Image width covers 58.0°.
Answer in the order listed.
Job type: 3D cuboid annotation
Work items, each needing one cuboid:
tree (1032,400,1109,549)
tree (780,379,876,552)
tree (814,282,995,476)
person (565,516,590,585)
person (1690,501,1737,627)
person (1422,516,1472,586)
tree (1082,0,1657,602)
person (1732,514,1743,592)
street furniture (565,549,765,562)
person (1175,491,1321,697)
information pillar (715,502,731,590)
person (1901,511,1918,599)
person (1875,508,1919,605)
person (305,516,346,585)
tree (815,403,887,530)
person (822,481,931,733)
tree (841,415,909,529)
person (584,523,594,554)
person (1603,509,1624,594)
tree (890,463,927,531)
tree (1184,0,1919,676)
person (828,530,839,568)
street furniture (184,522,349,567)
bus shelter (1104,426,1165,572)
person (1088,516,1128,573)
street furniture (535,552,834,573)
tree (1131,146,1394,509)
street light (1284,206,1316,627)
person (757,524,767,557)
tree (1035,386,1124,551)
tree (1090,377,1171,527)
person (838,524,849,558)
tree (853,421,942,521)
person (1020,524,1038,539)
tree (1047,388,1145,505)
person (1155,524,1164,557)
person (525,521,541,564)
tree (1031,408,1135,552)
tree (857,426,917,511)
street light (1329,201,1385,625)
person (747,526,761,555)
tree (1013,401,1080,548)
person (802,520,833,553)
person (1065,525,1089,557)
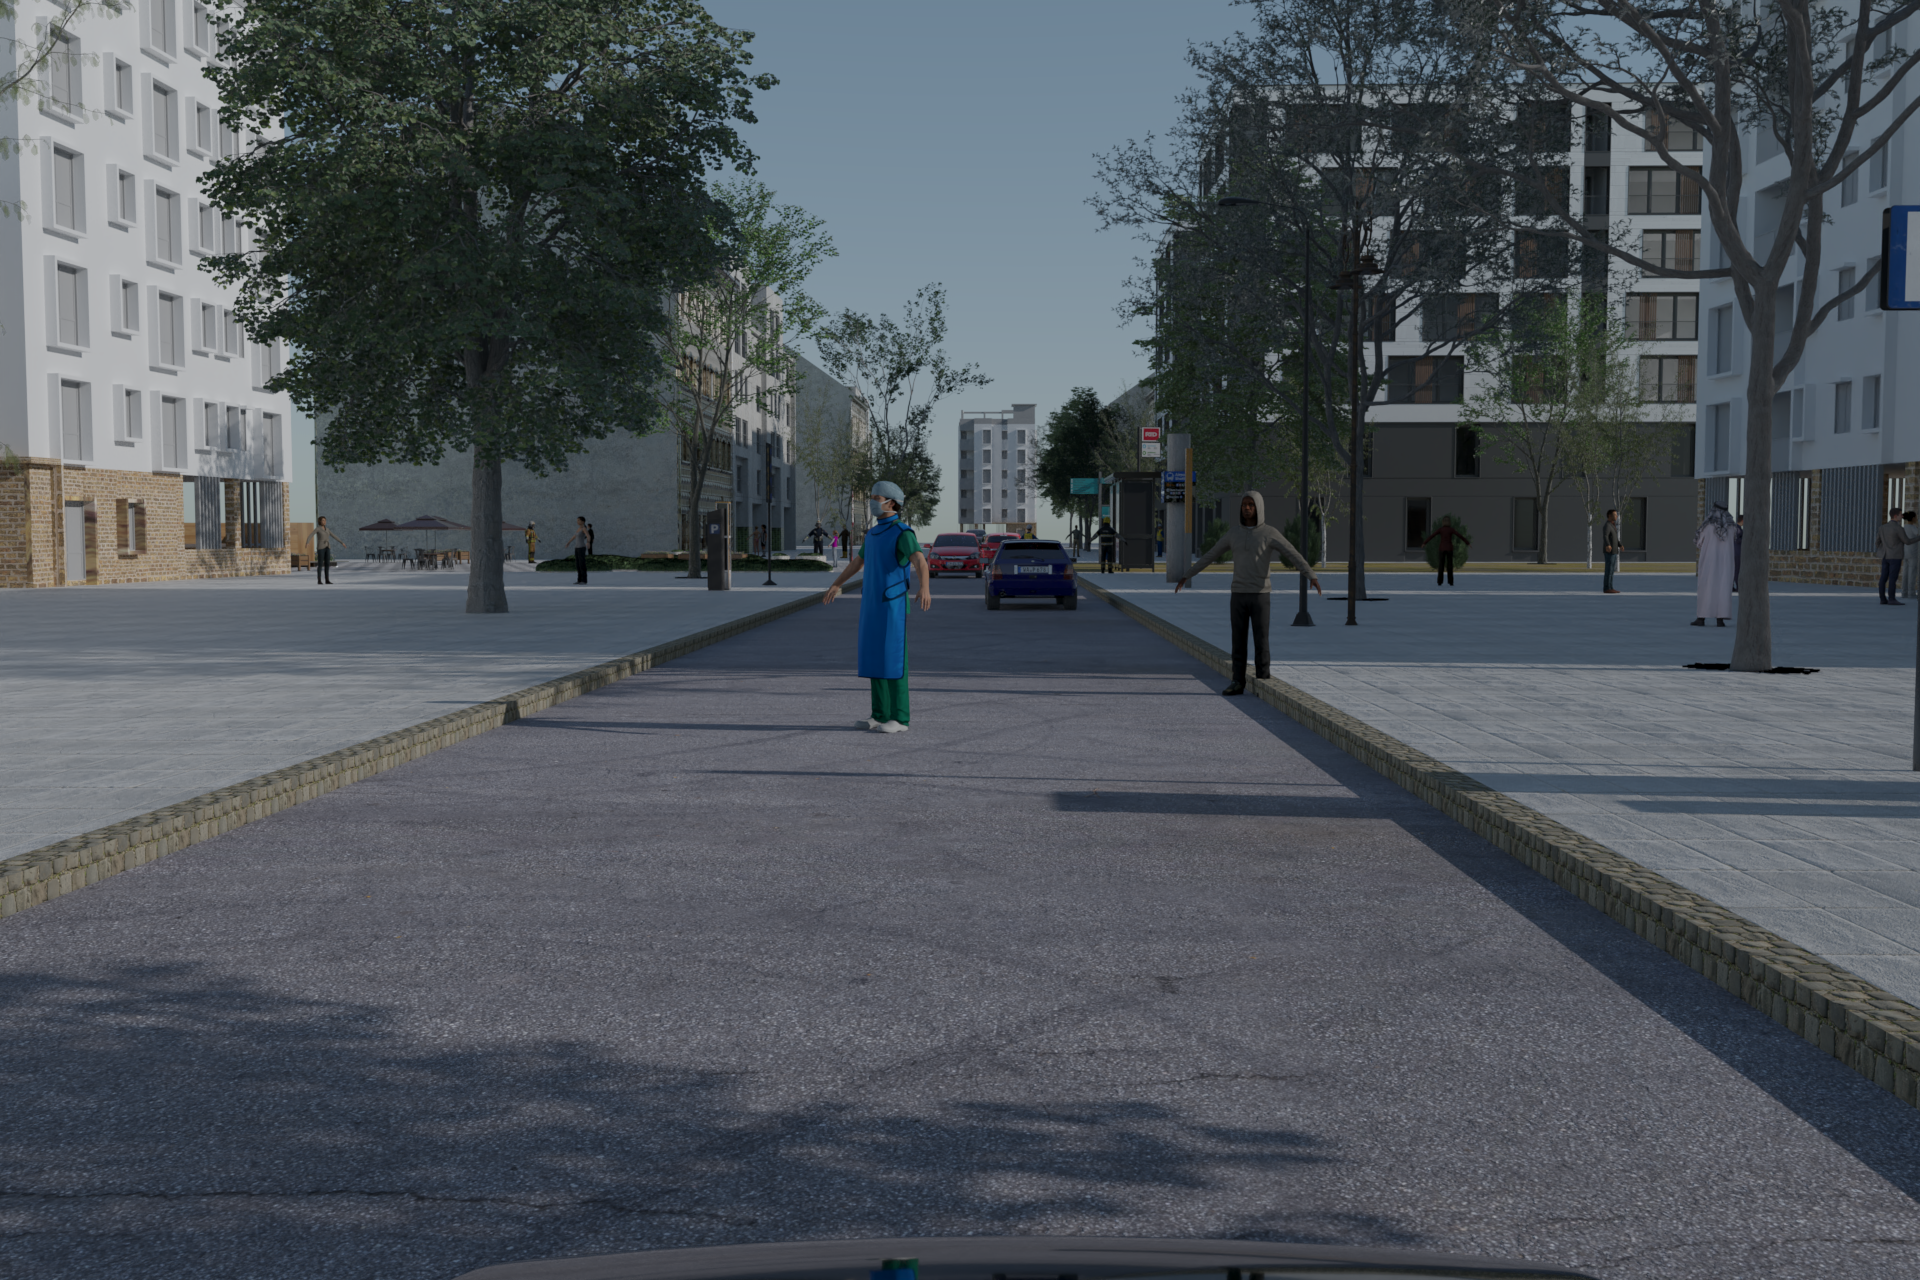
[{"bbox_3d":[9.838,-13.980,146.705,7.486,12.596,7.792,0,3,0],"label":"tree"},{"bbox_3d":[-6.786,-7.991,81.023,4.360,8.622,3.978,0,3,0],"label":"tree"},{"bbox_3d":[-3.973,-16.728,129.397,12.611,20.169,13.585,0,3,0],"label":"tree"},{"bbox_3d":[-9.698,-2.274,43.992,0.721,1.737,1.217,-3,5,-40],"label":"person"},{"bbox_3d":[10.513,-1.061,24.066,0.551,1.740,0.621,-1,4,-9],"label":"person"},{"bbox_3d":[12.083,-2.215,43.019,1.215,1.729,0.721,1,4,22],"label":"person"},{"bbox_3d":[7.548,-7.502,33.030,12.009,13.543,11.850,0,3,0],"label":"tree"},{"bbox_3d":[17.136,-1.905,38.109,0.530,1.710,0.541,3,5,44],"label":"person"},{"bbox_3d":[-12.537,-3.441,71.889,5.734,0.657,10.072,3,5,39],"label":"street furniture"},{"bbox_3d":[2.563,-0.412,15.326,1.348,1.813,0.705,2,4,29],"label":"person"},{"bbox_3d":[-5.406,-2.145,39.570,0.304,2.012,0.304,0,4,1],"label":"information pillar"},{"bbox_3d":[19.051,-1.699,34.556,0.721,1.739,1.217,0,4,-4],"label":"person"},{"bbox_3d":[17.029,-1.513,31.319,0.750,1.759,0.617,0,4,3],"label":"person"},{"bbox_3d":[-16.161,-2.283,44.093,0.721,1.744,1.215,2,4,32],"label":"person"},{"bbox_3d":[-6.569,-8.986,97.288,4.360,8.622,3.978,0,3,0],"label":"tree"},{"bbox_3d":[-0.563,-0.247,12.616,0.704,1.817,1.347,-2,4,-35],"label":"person"},{"bbox_3d":[-5.944,-9.578,106.962,4.360,8.622,3.978,0,3,0],"label":"tree"},{"bbox_3d":[-18.415,-4.884,86.044,0.705,1.806,1.347,1,4,10],"label":"person"},{"bbox_3d":[14.095,-1.919,37.448,0.705,1.821,1.348,2,4,33],"label":"person"},{"bbox_3d":[-5.016,-12.732,158.522,4.360,8.622,3.978,0,3,0],"label":"tree"},{"bbox_3d":[7.536,-6.456,15.933,12.009,13.543,11.850,0,3,0],"label":"tree"},{"bbox_3d":[-4.845,-3.481,66.173,0.599,1.433,0.991,1,4,16],"label":"person"},{"bbox_3d":[-28.480,-3.756,68.258,11.010,1.723,9.812,2,4,33],"label":"street furniture"},{"bbox_3d":[6.349,-5.184,62.385,2.179,5.291,8.768,0,4,2],"label":"bus shelter"},{"bbox_3d":[4.803,-3.105,56.540,1.351,1.858,0.704,1,4,21],"label":"person"},{"bbox_3d":[-9.260,-2.702,59.807,10.072,0.657,5.734,0,4,4],"label":"street furniture"},{"bbox_3d":[8.631,-8.071,50.093,7.486,12.596,7.792,0,3,0],"label":"tree"},{"bbox_3d":[5.328,-3.145,23.961,1.470,5.913,1.316,0,4,2],"label":"street light"},{"bbox_3d":[-10.957,-5.517,96.344,0.704,1.843,1.345,-2,4,-26],"label":"person"},{"bbox_3d":[9.588,-13.174,133.514,7.486,12.596,7.792,0,3,0],"label":"tree"},{"bbox_3d":[8.752,-7.961,80.529,4.360,8.622,3.978,0,3,0],"label":"tree"},{"bbox_3d":[-6.153,-5.249,91.957,0.704,1.812,1.346,-3,4,-38],"label":"person"},{"bbox_3d":[-5.190,-12.770,143.209,8.767,10.594,7.601,1,4,15],"label":"tree"},{"bbox_3d":[2.508,-3.225,61.646,1.216,1.772,0.721,2,4,28],"label":"person"},{"bbox_3d":[9.082,-10.832,111.521,7.601,10.594,8.767,0,4,5],"label":"tree"},{"bbox_3d":[11.014,-5.489,95.708,0.705,1.833,1.349,-1,4,-17],"label":"person"},{"bbox_3d":[-18.671,-4.268,75.555,0.705,1.858,1.354,1,4,11],"label":"person"},{"bbox_3d":[9.298,-11.640,124.723,8.767,10.594,7.601,0,3,0],"label":"tree"},{"bbox_3d":[-5.211,-10.347,119.543,4.737,8.622,4.395,0,3,0],"label":"tree"},{"bbox_3d":[5.510,-3.145,24.207,0.468,5.910,1.993,0,4,1],"label":"street light"},{"bbox_3d":[-11.574,-5.577,97.989,0.721,1.733,1.217,3,5,43],"label":"person"},{"bbox_3d":[10.231,-15.226,159.322,12.009,13.543,11.850,0,3,0],"label":"tree"},{"bbox_3d":[-5.887,-4.051,72.021,1.354,1.856,0.705,0,4,-6],"label":"person"},{"bbox_3d":[6.531,-5.559,97.165,1.348,1.796,0.705,1,4,15],"label":"person"}]
